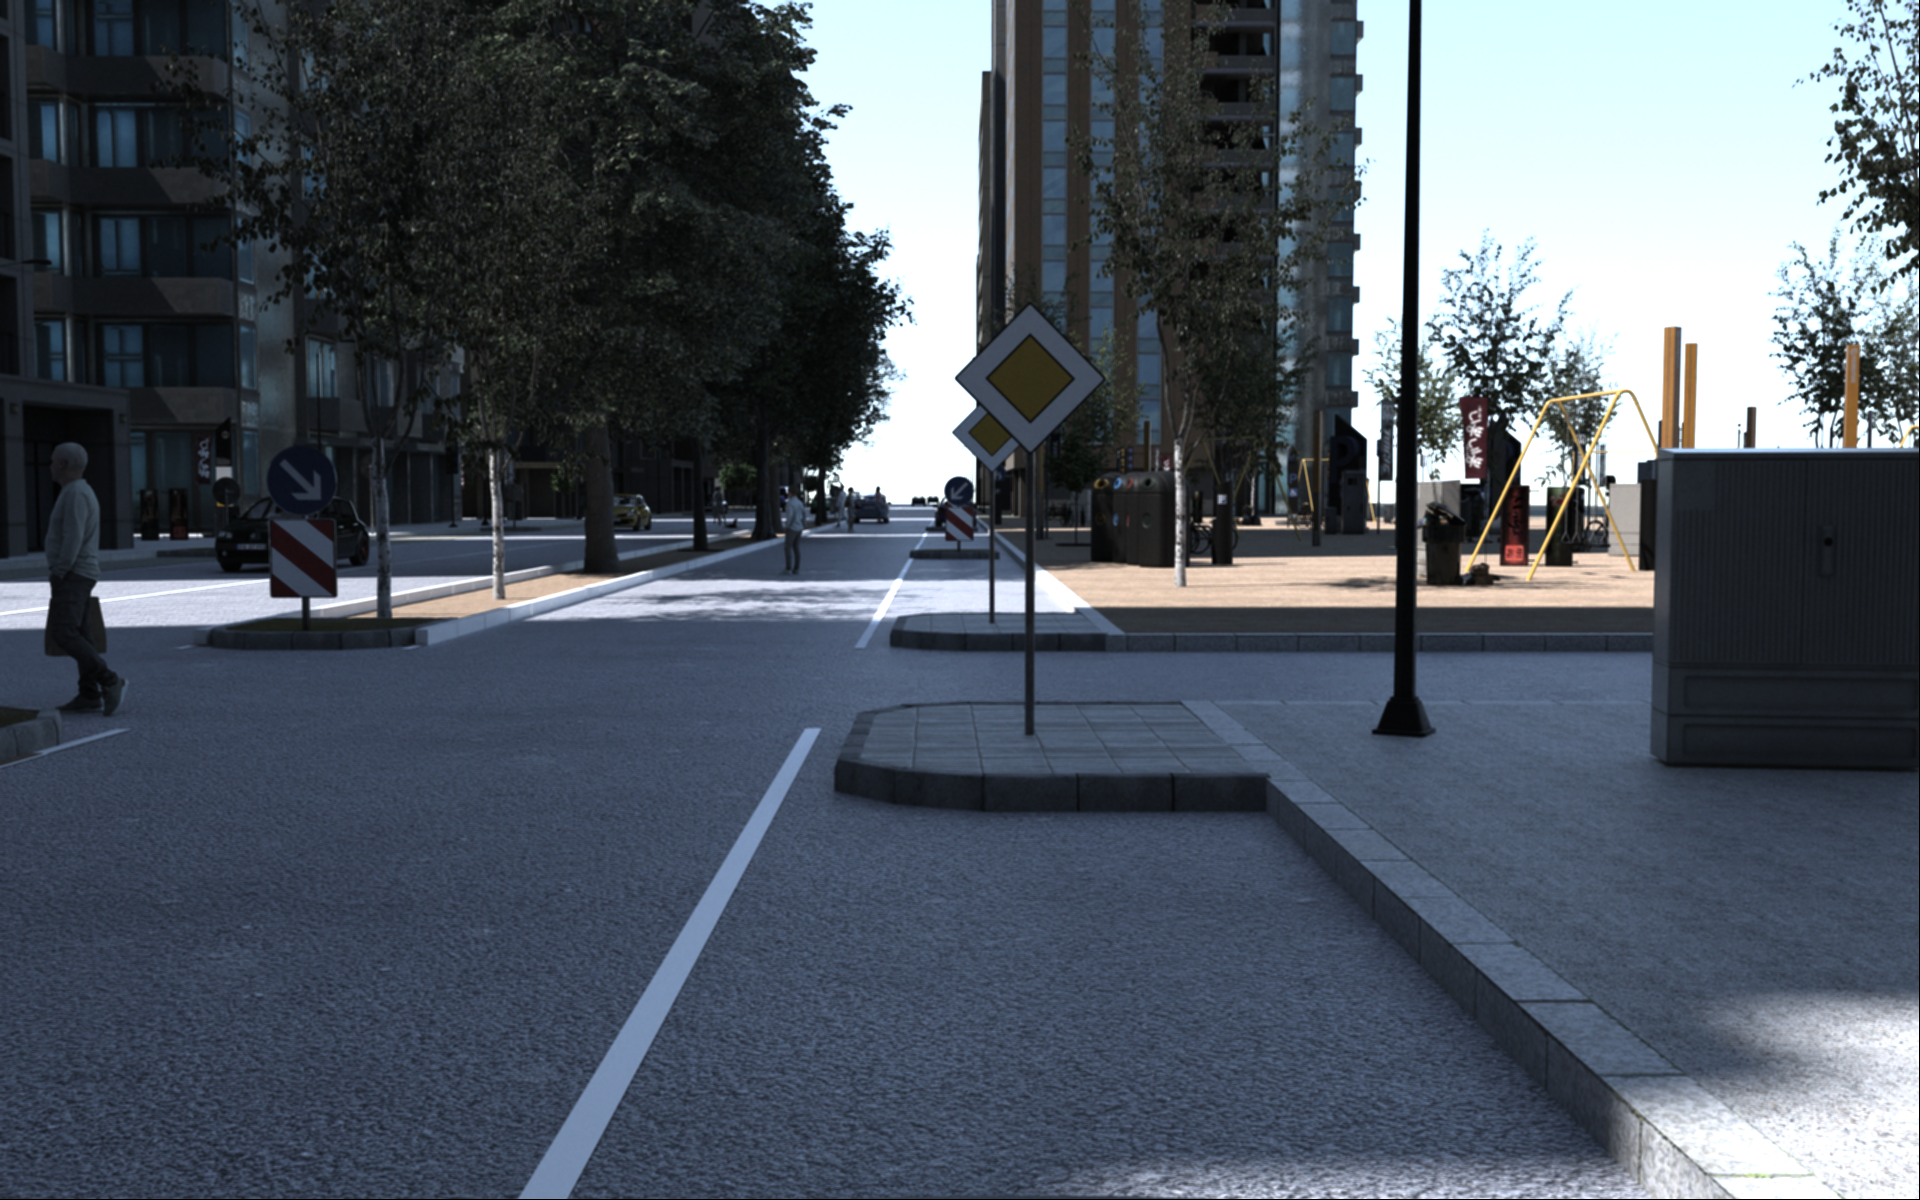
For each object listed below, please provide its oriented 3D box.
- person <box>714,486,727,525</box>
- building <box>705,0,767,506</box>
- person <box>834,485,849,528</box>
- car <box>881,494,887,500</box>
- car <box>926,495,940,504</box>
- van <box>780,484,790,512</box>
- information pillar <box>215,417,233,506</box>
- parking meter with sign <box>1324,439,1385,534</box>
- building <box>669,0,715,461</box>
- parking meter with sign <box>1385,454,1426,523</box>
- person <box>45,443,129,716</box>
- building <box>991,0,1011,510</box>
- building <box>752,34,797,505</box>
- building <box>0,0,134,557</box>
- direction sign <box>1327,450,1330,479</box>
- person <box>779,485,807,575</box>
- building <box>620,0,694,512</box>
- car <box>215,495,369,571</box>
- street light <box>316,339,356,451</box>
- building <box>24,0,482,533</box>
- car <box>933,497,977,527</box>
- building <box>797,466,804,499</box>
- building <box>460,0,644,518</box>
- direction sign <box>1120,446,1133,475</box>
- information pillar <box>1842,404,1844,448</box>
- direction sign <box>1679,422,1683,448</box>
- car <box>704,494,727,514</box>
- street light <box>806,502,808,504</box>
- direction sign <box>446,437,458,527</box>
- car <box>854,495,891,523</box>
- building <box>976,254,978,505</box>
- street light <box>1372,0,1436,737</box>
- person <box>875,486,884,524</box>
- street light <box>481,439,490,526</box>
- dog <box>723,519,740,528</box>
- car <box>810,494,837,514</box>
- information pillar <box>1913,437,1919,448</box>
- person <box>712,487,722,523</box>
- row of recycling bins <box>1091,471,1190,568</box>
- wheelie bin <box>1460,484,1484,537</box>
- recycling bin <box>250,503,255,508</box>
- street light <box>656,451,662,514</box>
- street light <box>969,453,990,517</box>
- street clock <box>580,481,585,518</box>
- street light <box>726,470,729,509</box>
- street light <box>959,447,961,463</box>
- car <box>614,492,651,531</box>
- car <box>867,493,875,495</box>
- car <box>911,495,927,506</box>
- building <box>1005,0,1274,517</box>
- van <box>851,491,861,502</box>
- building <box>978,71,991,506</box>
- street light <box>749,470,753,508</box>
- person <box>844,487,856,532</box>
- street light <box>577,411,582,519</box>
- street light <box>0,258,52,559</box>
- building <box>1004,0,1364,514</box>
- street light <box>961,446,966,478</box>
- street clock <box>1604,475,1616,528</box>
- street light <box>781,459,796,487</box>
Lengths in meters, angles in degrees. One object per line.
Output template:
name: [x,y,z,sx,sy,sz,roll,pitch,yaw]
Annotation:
person: [-10.977,-4.318,79.441,0.599,1.781,0.374,2,4,24]
building: [-35.612,-36.733,189.824,28.713,52.752,27.495,0,4,0]
person: [-4.986,-4.021,74.116,0.818,1.842,0.514,0,4,7]
car: [-10.822,-13.703,233.084,2.155,1.783,4.494,0,4,-1]
car: [-3.860,-14.431,248.519,1.945,1.354,3.894,0,3,0]
van: [-15.027,-8.425,142.127,2.240,2.365,5.245,0,4,2]
information pillar: [-22.238,-3.733,52.386,0.504,3.616,0.183,0,4,4]
parking meter with sign: [12.502,-3.600,55.128,1.738,3.016,0.543,0,4,2]
building: [-28.617,-30.456,148.065,14.600,45.320,14.200,0,4,0]
parking meter with sign: [19.675,-4.919,76.693,1.738,3.016,0.543,2,4,33]
person: [-5.775,-0.148,11.411,0.515,1.767,0.782,-2,4,-24]
building: [13.205,-37.338,152.477,21.231,58.520,28.212,0,4,0]
building: [-32.443,-41.354,218.136,21.231,58.520,28.212,0,4,0]
building: [-29.608,-36.437,33.995,20.563,71.187,20.611,0,4,0]
direction sign: [19.148,-5.972,89.632,0.379,3.537,0.876,0,4,-5]
person: [-2.981,-1.265,30.998,0.330,1.601,0.589,3,4,38]
building: [-30.516,-42.302,129.890,20.563,71.187,20.611,0,4,0]
car: [-12.792,-1.440,33.332,2.009,1.686,4.222,0,4,0]
street light: [-18.665,-4.854,51.908,1.470,5.913,1.316,0,4,0]
building: [-33.178,-27.432,68.118,23.786,49.044,30.456,0,4,0]
car: [-0.201,-3.816,74.977,1.945,1.354,3.894,0,4,-2]
building: [-29.211,-36.072,239.886,14.600,45.320,14.200,0,4,0]
building: [-31.922,-27.607,105.993,22.147,44.769,28.867,0,4,0]
direction sign: [7.864,-5.501,81.941,0.379,3.537,0.876,-3,4,-38]
information pillar: [22.536,-3.219,43.988,0.183,3.616,0.504,0,4,0]
direction sign: [22.715,-3.842,54.806,0.379,3.537,0.876,-3,4,-38]
car: [-17.473,-6.868,122.084,2.009,1.686,4.222,0,3,0]
street light: [-19.700,-14.725,213.292,1.470,5.913,1.316,0,4,0]
direction sign: [-19.666,-4.594,67.115,0.379,3.537,0.876,-3,5,-44]
car: [-4.422,-4.535,86.150,2.014,1.417,4.499,0,4,-1]
building: [8.902,-26.767,209.342,14.160,30.474,14.107,0,4,0]
street light: [1.846,-2.238,9.135,1.470,5.913,1.316,0,4,0]
person: [-3.894,-4.572,83.265,0.388,1.821,0.555,1,4,22]
street light: [-18.820,-5.989,70.455,1.470,5.913,1.316,0,4,0]
dog: [-9.578,-3.205,72.600,0.748,0.427,0.550,3,4,38]
car: [-10.038,-7.250,127.337,1.959,1.807,4.718,0,4,-1]
information pillar: [35.830,-4.487,64.716,0.504,3.616,0.183,0,4,-5]
person: [-11.805,-4.618,84.234,0.478,1.798,0.641,-3,4,-38]
row of recycling bins: [3.307,-1.508,31.766,1.069,1.692,3.534,-1,4,-14]
wheelie bin: [15.291,-2.691,51.900,0.980,1.594,0.693,0,3,0]
recycling bin: [-19.433,-2.198,48.487,0.722,1.027,0.722,-1,4,-14]
street light: [-19.001,-8.546,112.263,1.470,5.913,1.316,0,4,0]
street light: [1.299,-7.651,97.637,1.470,5.913,1.316,0,4,0]
street clock: [-20.218,-5.382,92.568,0.358,2.002,0.471,-1,4,-16]
street light: [-19.294,-10.691,147.345,1.470,5.913,1.316,0,4,0]
street light: [0.862,-10.882,150.465,1.470,5.913,1.316,0,4,0]
car: [-13.173,-3.512,67.640,2.015,1.641,3.980,0,4,-1]
car: [-9.687,-11.178,192.348,1.945,1.707,3.694,0,4,2]
car: [-4.978,-12.043,209.482,1.945,1.354,3.894,0,4,-1]
building: [9.807,-27.559,100.693,14.600,45.320,14.200,0,4,0]
van: [-14.093,-13.822,232.998,2.013,2.044,4.112,0,4,-2]
building: [12.852,-34.697,190.996,21.300,48.544,21.600,0,4,0]
street light: [-19.352,-11.771,164.990,1.470,5.913,1.316,0,4,0]
person: [-4.089,-3.387,64.876,0.522,1.701,0.512,-1,4,-18]
street light: [-18.814,-7.053,87.851,1.470,5.913,1.316,0,4,0]
street light: [-18.587,-3.775,34.268,1.470,5.913,1.316,0,4,0]
building: [15.165,-30.782,122.902,23.786,49.044,30.456,0,4,0]
street light: [1.023,-9.818,133.070,1.470,5.913,1.316,0,4,0]
street clock: [24.923,-3.785,66.462,0.358,2.002,0.471,-1,4,-12]
street light: [-19.618,-13.650,195.719,1.470,5.913,1.316,0,4,0]
